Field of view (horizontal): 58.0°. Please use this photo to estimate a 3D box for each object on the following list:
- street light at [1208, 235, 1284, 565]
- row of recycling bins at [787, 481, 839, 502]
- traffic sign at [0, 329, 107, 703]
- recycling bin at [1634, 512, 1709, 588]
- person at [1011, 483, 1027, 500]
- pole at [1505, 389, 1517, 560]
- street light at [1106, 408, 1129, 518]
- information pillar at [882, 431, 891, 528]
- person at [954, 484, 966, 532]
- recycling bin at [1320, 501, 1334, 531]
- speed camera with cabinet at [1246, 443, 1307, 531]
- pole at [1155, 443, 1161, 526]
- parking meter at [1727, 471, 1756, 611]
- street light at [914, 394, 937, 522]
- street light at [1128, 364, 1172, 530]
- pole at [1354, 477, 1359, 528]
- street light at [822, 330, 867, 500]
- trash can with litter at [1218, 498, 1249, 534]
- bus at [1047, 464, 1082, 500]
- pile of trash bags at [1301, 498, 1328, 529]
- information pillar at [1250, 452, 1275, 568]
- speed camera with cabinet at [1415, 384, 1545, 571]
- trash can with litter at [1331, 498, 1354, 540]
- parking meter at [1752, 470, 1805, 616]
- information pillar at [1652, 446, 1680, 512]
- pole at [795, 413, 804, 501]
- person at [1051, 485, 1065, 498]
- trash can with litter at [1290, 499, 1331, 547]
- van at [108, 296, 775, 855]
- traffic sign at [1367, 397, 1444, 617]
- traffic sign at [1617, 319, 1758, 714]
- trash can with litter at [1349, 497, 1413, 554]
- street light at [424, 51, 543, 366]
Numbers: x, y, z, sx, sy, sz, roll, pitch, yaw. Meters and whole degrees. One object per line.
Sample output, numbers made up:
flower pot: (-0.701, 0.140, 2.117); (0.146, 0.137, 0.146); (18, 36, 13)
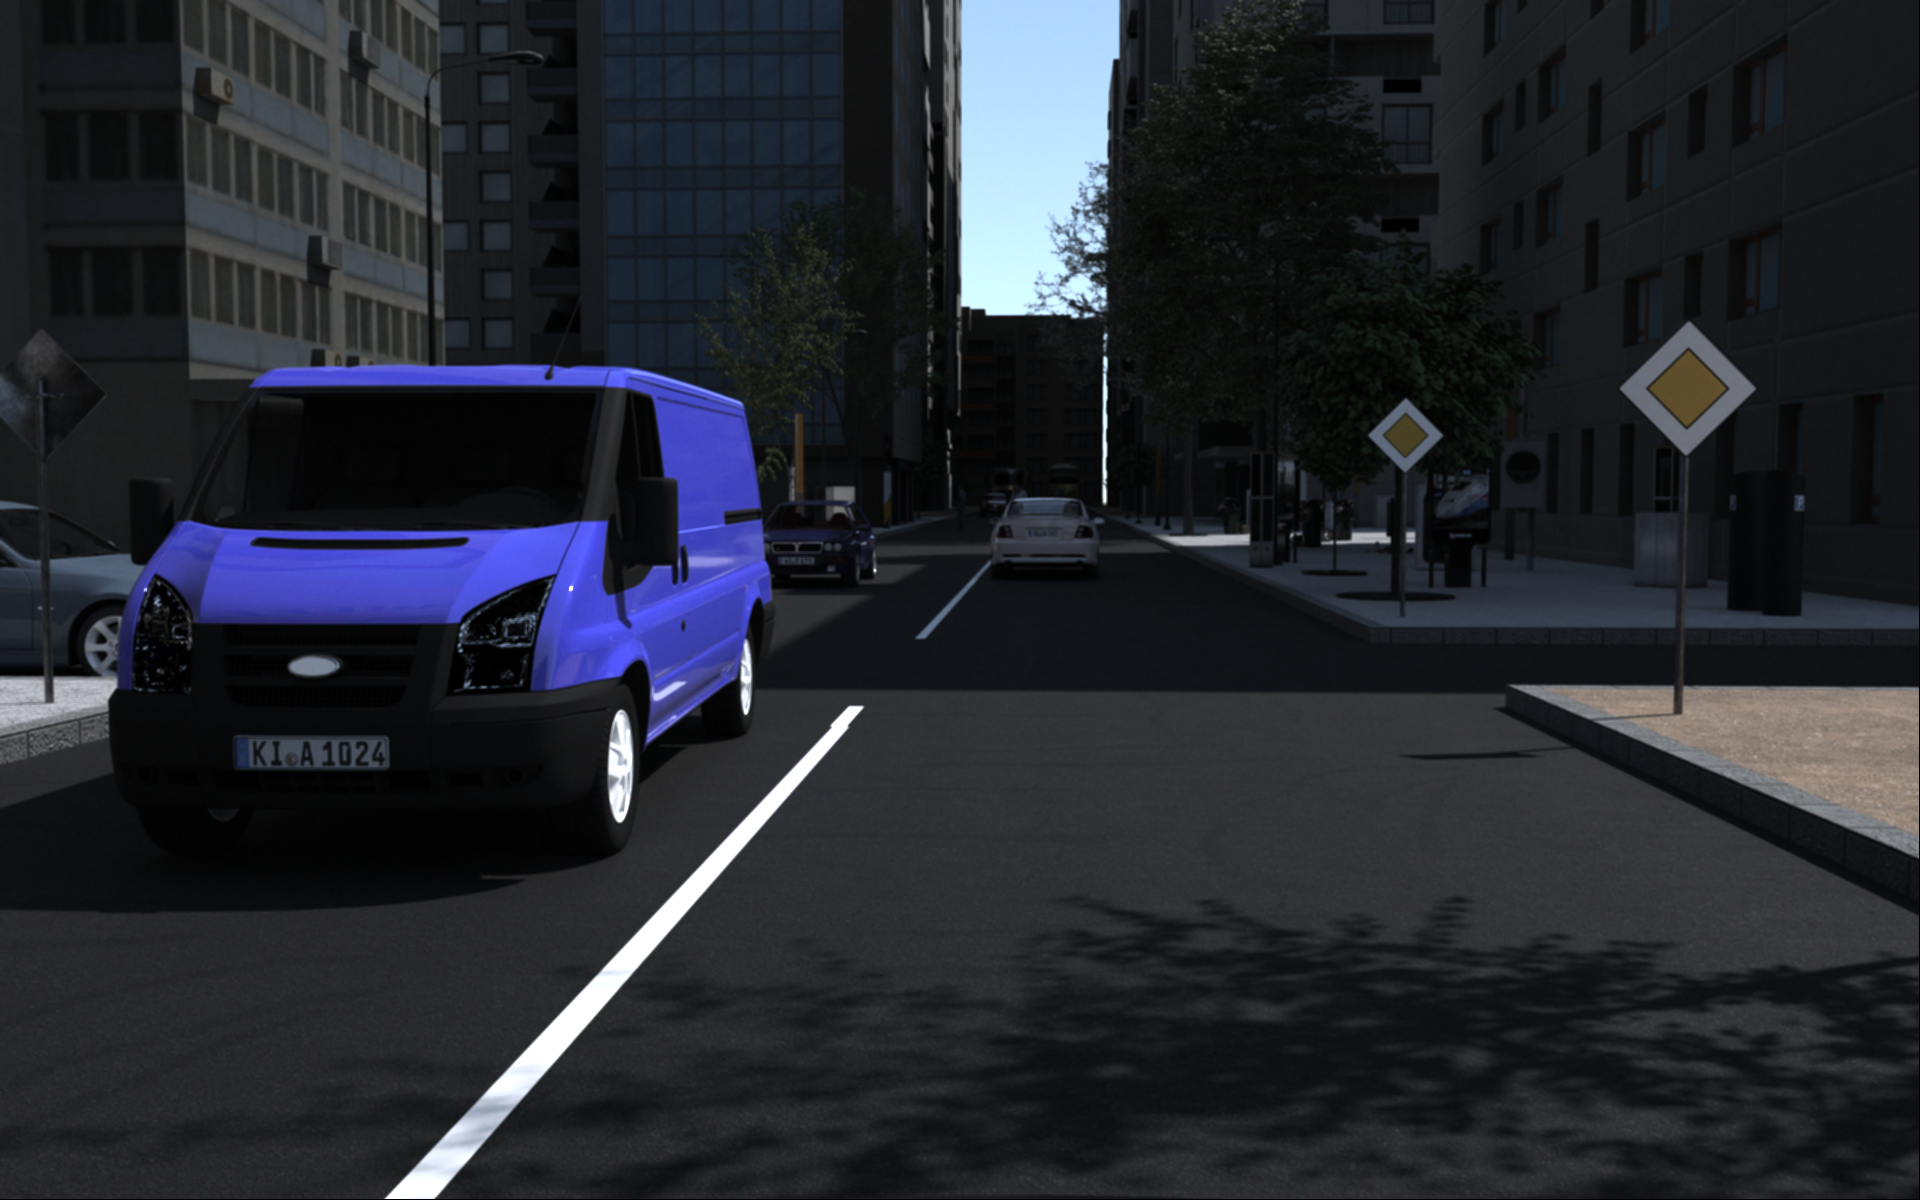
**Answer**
street light: (5.135, -3.584, 31.147); (1.470, 5.913, 1.316); (0, 4, 3)
row of recycling bins: (-4.838, -3.054, 57.041); (1.069, 1.692, 3.534); (-2, 4, -24)
traffic sign: (-5.594, -0.425, 10.584); (0.795, 2.450, 0.064); (0, 4, 3)
recycling bin: (9.841, -0.698, 23.961); (0.722, 1.027, 0.722); (-3, 4, -37)
person: (2.056, -3.042, 58.506); (0.793, 1.790, 0.793); (0, 4, -5)
pole: (10.714, -2.436, 33.672); (0.158, 3.312, 0.155); (0, 3, 0)
street light: (8.504, -7.369, 93.022); (1.470, 5.913, 1.316); (0, 4, 3)
information pillar: (-2.715, -4.484, 64.669); (0.183, 3.616, 0.504); (1, 4, 22)
person: (0.039, -3.468, 65.385); (0.419, 1.800, 0.721); (-1, 4, -9)
recycling bin: (12.866, -2.974, 61.175); (0.722, 1.027, 0.722); (2, 4, 31)
speed camera with cabinet: (10.953, -4.016, 59.995); (2.038, 3.252, 0.660); (3, 4, 37)
pole: (7.981, -4.645, 69.793); (0.158, 3.312, 0.155); (0, 3, 0)
parking meter: (8.688, -0.654, 19.107); (0.372, 1.533, 0.369); (0, 3, 0)
street light: (-1.746, -6.613, 80.655); (1.470, 5.913, 1.316); (0, 4, 3)
street light: (6.905, -5.476, 62.080); (1.470, 5.913, 1.316); (0, 4, 3)
pole: (14.900, -4.357, 65.081); (0.158, 3.312, 0.155); (0, 3, 0)
street light: (-3.344, -4.695, 49.306); (1.470, 5.913, 1.316); (0, 4, 3)
trash can with litter: (8.712, -2.668, 55.002); (0.624, 1.170, 1.055); (3, 5, 41)
bus: (8.389, -9.046, 139.440); (2.896, 3.916, 12.252); (0, 4, 4)
pile of trash bags: (12.375, -3.311, 63.887); (3.447, 1.369, 1.912); (0, 4, 5)
information pillar: (5.271, -1.573, 30.218); (0.304, 2.012, 0.304); (-2, 4, -32)
speed camera with cabinet: (8.693, -2.119, 28.974); (2.038, 3.252, 0.660); (1, 4, 17)
trash can with litter: (10.498, -2.246, 48.108); (0.624, 1.170, 1.055); (-1, 4, -17)
parking meter: (8.706, -0.605, 18.306); (0.372, 1.533, 0.369); (0, 3, 0)
information pillar: (10.767, -1.342, 26.432); (0.304, 2.012, 0.304); (3, 5, 39)
pole: (-4.067, -3.060, 43.872); (0.158, 3.312, 0.155); (0, 3, 0)
person: (4.407, -4.249, 77.773); (0.655, 1.846, 0.447); (1, 4, 16)
trash can with litter: (8.347, -1.871, 41.970); (0.624, 1.170, 1.055); (-2, 4, -26)
van: (-2.223, -0.262, 8.674); (2.240, 2.365, 5.245); (0, 4, 1)
traffic sign: (4.615, -0.879, 18.012); (0.795, 2.450, 0.064); (0, 4, 3)
traffic sign: (4.185, -0.391, 10.039); (0.795, 2.450, 0.064); (0, 4, 3)
trash can with litter: (9.354, -1.642, 37.903); (1.678, 1.210, 2.233); (1, 4, 14)
street light: (-5.074, -2.803, 18.371); (1.470, 5.913, 1.316); (0, 4, 3)
